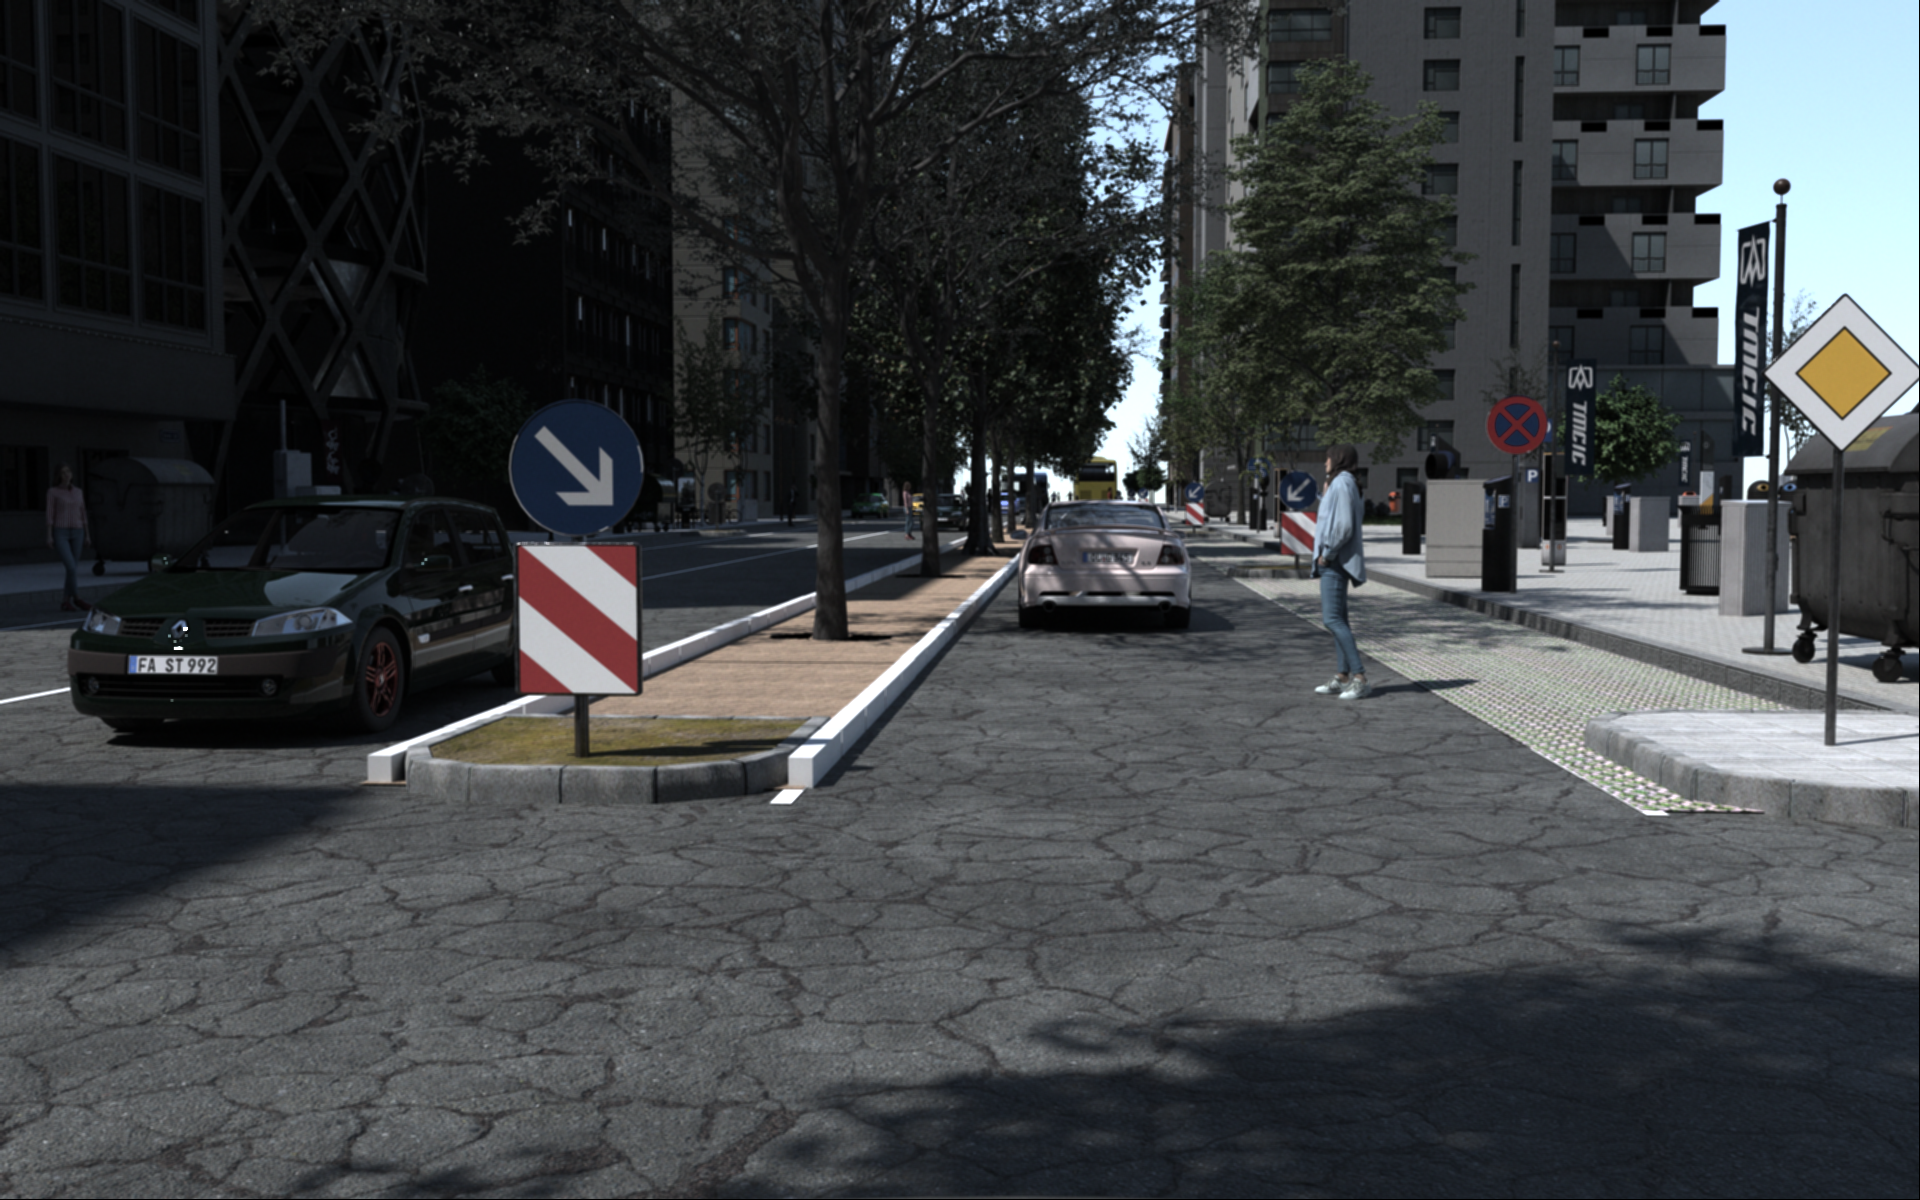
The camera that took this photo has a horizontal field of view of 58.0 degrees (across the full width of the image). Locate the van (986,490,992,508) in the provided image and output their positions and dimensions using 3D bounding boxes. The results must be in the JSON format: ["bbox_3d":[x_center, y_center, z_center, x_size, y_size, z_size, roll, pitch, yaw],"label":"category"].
[{"bbox_3d":[3.432,-10.379,176.702,2.013,2.044,4.112,0,4,6],"label":"van"}]

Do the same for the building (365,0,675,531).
[{"bbox_3d":[-19.040,-14.510,66.910,12.332,23.373,15.834,0,4,4],"label":"building"}]

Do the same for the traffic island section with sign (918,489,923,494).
[{"bbox_3d":[-2.931,-7.787,135.940,1.989,1.847,2.006,0,4,4],"label":"traffic island section with sign"}]

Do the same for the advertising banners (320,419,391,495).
[{"bbox_3d":[-13.905,-2.706,40.437,2.074,3.025,0.090,0,4,6],"label":"advertising banners"}]

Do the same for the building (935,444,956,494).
[{"bbox_3d":[-15.419,-23.118,223.014,27.650,21.520,28.899,0,4,4],"label":"building"}]

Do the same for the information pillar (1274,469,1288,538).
[{"bbox_3d":[9.384,-2.822,50.632,0.304,2.012,0.304,-1,4,-13],"label":"information pillar"}]

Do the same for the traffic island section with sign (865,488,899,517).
[{"bbox_3d":[-4.891,-6.131,108.866,1.989,1.847,2.006,0,4,4],"label":"traffic island section with sign"}]

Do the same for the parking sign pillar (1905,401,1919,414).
[{"bbox_3d":[22.344,-3.176,40.395,1.447,3.967,1.447,-2,4,-33],"label":"parking sign pillar"}]

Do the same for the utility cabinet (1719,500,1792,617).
[{"bbox_3d":[8.509,-0.450,18.514,1.020,1.237,0.306,-3,5,-40],"label":"utility cabinet"}]

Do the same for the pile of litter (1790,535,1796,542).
[{"bbox_3d":[21.934,-1.996,46.600,1.719,0.858,1.176,0,4,1],"label":"pile of litter"}]

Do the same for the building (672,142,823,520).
[{"bbox_3d":[-23.549,-15.644,100.816,27.650,21.520,28.899,0,4,4],"label":"building"}]

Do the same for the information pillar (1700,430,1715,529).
[{"bbox_3d":[27.203,-4.388,63.093,0.504,3.616,0.183,-1,4,-8],"label":"information pillar"}]

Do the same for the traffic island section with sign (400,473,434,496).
[{"bbox_3d":[-10.404,-1.468,32.626,1.989,1.847,2.006,0,4,4],"label":"traffic island section with sign"}]

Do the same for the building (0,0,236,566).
[{"bbox_3d":[-22.812,-14.139,24.687,14.314,27.812,24.014,0,4,4],"label":"building"}]

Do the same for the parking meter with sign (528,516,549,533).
[{"bbox_3d":[-14.222,-3.792,58.268,0.543,3.016,1.738,-2,4,-34],"label":"parking meter with sign"}]

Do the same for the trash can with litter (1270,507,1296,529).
[{"bbox_3d":[11.759,-3.217,63.651,2.233,1.210,1.678,0,4,-1],"label":"trash can with litter"}]

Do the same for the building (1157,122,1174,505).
[{"bbox_3d":[34.423,-33.232,197.962,22.147,44.769,28.867,0,4,4],"label":"building"}]

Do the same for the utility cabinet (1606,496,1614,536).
[{"bbox_3d":[20.310,-2.573,53.234,0.306,1.237,1.020,-1,4,-16],"label":"utility cabinet"}]

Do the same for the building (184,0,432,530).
[{"bbox_3d":[-23.214,-10.885,45.419,16.820,18.784,16.811,0,4,4],"label":"building"}]

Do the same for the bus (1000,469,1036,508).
[{"bbox_3d":[5.060,-9.415,148.789,2.948,3.499,13.247,0,4,4],"label":"bus"}]

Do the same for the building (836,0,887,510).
[{"bbox_3d":[-13.866,-30.512,148.988,14.600,45.320,14.200,0,4,4],"label":"building"}]

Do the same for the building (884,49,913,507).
[{"bbox_3d":[-15.617,-45.462,181.552,20.563,71.187,20.611,0,4,4],"label":"building"}]

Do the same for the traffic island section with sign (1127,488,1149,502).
[{"bbox_3d":[11.361,-6.116,108.626,1.989,1.847,2.006,0,4,4],"label":"traffic island section with sign"}]

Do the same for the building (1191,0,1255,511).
[{"bbox_3d":[29.507,-36.575,140.007,21.231,58.520,28.212,0,4,4],"label":"building"}]

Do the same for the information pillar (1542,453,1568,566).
[{"bbox_3d":[10.643,-1.621,30.992,0.304,2.012,0.304,-1,4,-20],"label":"information pillar"}]

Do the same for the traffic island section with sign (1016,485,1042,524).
[{"bbox_3d":[3.621,-4.634,83.908,2.006,1.907,1.989,0,4,4],"label":"traffic island section with sign"}]

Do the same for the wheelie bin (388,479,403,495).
[{"bbox_3d":[-12.009,-1.818,37.635,0.693,1.594,0.980,1,4,20],"label":"wheelie bin"}]

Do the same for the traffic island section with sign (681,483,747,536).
[{"bbox_3d":[-8.439,-3.128,59.778,1.989,1.847,2.006,0,4,4],"label":"traffic island section with sign"}]

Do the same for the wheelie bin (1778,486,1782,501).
[{"bbox_3d":[31.469,-3.538,65.755,0.980,1.594,0.693,0,4,6],"label":"wheelie bin"}]

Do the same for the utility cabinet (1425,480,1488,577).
[{"bbox_3d":[7.750,-1.092,26.535,1.173,1.500,0.318,1,4,12],"label":"utility cabinet"}]

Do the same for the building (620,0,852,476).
[{"bbox_3d":[-23.173,-32.987,128.570,28.713,52.752,27.495,0,4,4],"label":"building"}]

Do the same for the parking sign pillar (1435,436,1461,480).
[{"bbox_3d":[21.700,-5.442,77.447,1.447,3.967,1.447,-3,4,-37],"label":"parking sign pillar"}]

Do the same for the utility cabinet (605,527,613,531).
[{"bbox_3d":[-12.139,-3.000,60.217,0.306,1.237,1.020,2,4,26],"label":"utility cabinet"}]

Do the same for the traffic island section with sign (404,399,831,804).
[{"bbox_3d":[-1.792,-0.051,8.964,2.006,1.907,1.989,0,4,4],"label":"traffic island section with sign"}]

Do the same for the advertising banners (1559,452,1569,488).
[{"bbox_3d":[24.180,-4.609,71.552,2.074,3.025,0.090,2,4,31],"label":"advertising banners"}]

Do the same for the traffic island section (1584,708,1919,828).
[{"bbox_3d":[4.462,0.821,8.853,2.009,0.180,2.903,0,4,4],"label":"traffic island section"}]

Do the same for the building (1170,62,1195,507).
[{"bbox_3d":[28.876,-32.210,176.751,14.600,45.320,14.200,0,4,4],"label":"building"}]

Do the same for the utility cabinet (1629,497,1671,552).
[{"bbox_3d":[15.307,-1.670,38.467,1.020,1.237,0.306,-2,4,-31],"label":"utility cabinet"}]

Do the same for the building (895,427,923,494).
[{"bbox_3d":[-10.832,-33.624,199.856,14.600,45.320,14.200,0,4,4],"label":"building"}]

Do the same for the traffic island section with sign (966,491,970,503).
[{"bbox_3d":[1.087,-11.180,191.423,1.989,1.847,2.006,0,4,4],"label":"traffic island section with sign"}]

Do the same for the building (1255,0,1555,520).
[{"bbox_3d":[22.738,-19.615,92.402,14.160,30.474,14.107,0,4,4],"label":"building"}]

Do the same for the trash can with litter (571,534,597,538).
[{"bbox_3d":[-11.124,-2.440,51.276,1.055,1.170,0.624,3,5,44],"label":"trash can with litter"}]

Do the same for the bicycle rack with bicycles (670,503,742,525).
[{"bbox_3d":[-10.836,-3.623,72.617,2.925,0.926,2.852,0,4,6],"label":"bicycle rack with bicycles"}]

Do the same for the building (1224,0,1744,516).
[{"bbox_3d":[31.768,-31.966,111.888,28.713,52.752,27.495,0,4,4],"label":"building"}]

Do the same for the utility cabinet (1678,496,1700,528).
[{"bbox_3d":[27.908,-3.354,66.001,1.020,1.237,0.306,-1,4,-11],"label":"utility cabinet"}]

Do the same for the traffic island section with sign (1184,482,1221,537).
[{"bbox_3d":[7.689,-3.015,57.921,1.989,1.847,2.006,0,4,4],"label":"traffic island section with sign"}]

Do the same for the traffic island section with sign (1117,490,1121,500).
[{"bbox_3d":[13.295,-7.763,135.558,1.989,1.847,2.006,0,4,4],"label":"traffic island section with sign"}]

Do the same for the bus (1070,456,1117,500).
[{"bbox_3d":[8.647,-7.371,112.068,2.896,3.916,12.252,0,4,3],"label":"bus"}]

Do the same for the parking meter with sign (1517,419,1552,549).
[{"bbox_3d":[13.439,-2.731,40.908,0.543,3.016,1.738,0,4,1],"label":"parking meter with sign"}]

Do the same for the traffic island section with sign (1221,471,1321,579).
[{"bbox_3d":[5.670,-1.311,30.067,1.989,1.847,2.006,0,4,4],"label":"traffic island section with sign"}]
